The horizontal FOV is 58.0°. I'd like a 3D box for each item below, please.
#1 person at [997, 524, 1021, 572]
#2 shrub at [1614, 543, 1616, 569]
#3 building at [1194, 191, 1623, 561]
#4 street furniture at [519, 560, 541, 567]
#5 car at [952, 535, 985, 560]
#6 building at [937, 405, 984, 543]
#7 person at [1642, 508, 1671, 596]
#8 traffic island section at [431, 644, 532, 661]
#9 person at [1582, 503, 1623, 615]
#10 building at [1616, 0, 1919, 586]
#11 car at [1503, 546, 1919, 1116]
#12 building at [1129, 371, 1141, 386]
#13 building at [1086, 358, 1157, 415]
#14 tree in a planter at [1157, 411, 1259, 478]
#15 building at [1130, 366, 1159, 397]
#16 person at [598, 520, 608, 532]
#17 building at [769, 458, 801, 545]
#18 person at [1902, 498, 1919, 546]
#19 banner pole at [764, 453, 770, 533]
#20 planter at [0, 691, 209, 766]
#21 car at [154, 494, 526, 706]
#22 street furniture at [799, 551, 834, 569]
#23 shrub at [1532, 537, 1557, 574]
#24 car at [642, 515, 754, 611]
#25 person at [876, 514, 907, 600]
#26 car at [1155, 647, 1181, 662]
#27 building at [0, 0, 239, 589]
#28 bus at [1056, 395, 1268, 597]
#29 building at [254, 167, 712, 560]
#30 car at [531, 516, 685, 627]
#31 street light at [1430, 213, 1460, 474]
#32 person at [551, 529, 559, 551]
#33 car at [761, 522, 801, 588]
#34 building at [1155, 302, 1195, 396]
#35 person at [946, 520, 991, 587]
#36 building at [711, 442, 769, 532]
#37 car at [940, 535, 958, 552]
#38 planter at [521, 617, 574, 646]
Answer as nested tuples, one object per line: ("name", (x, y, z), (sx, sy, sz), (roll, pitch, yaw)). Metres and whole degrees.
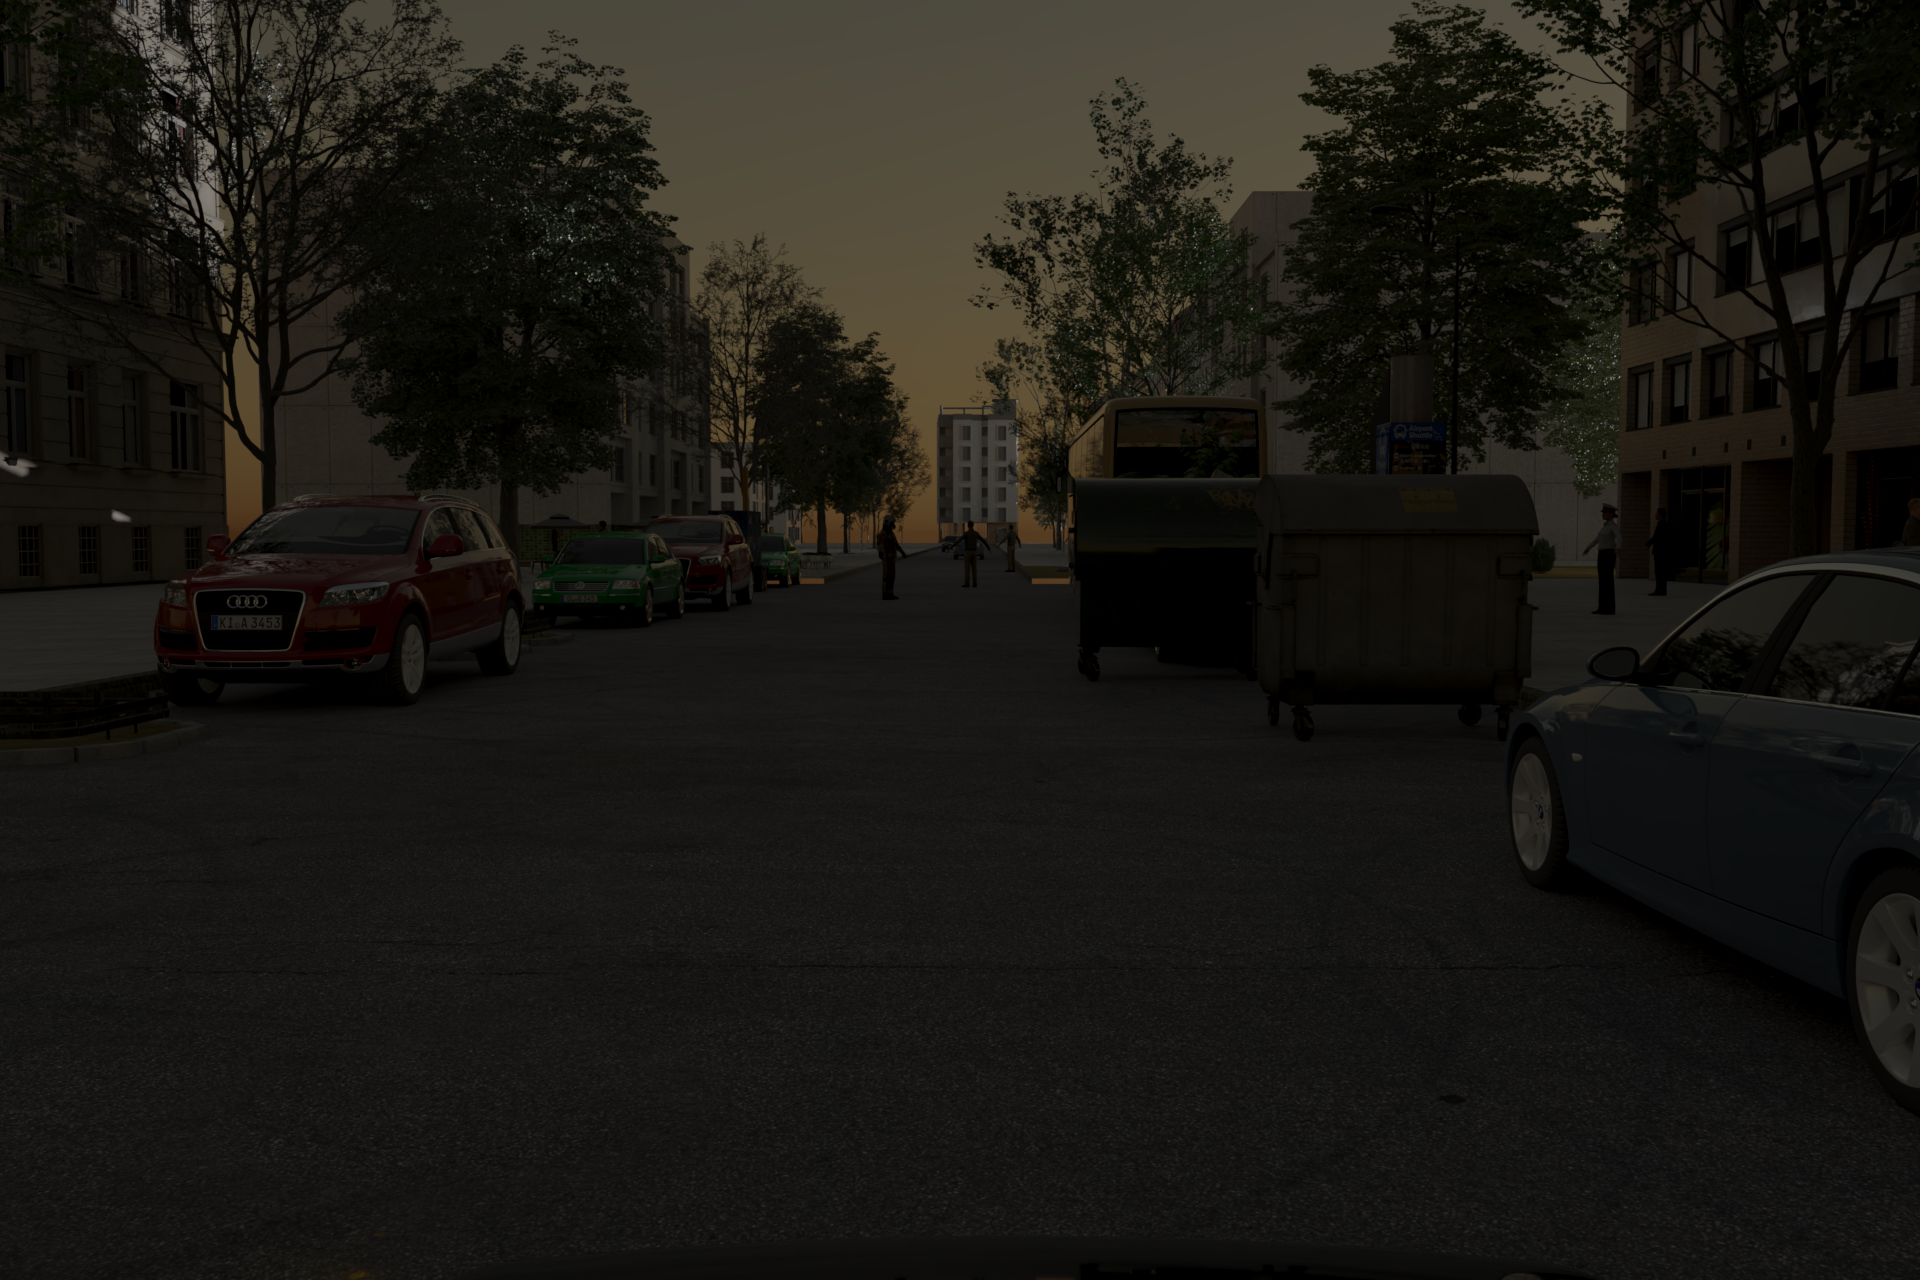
("person", (1.903, -3.457, 65.245), (0.705, 1.796, 1.348), (3, 5, 42))
("shrub", (24.224, -3.204, 63.495), (1.383, 1.207, 1.383), (0, 3, 0))
("building", (23.542, -14.160, 97.970), (16.747, 18.905, 31.486), (0, 4, 1))
("street furniture", (-21.901, -3.655, 66.609), (9.812, 1.723, 11.010), (1, 4, 19))
("car", (0.512, -5.294, 98.556), (2.014, 1.417, 4.499), (0, 4, 1))
("building", (-2.985, -23.701, 246.387), (11.380, 20.090, 16.016), (0, 4, 3))
("person", (14.550, -1.833, 36.042), (0.705, 1.821, 1.348), (3, 5, 41))
("traffic island section", (-6.176, 0.146, 20.484), (1.991, 0.108, 1.994), (0, 4, 1))
("person", (10.245, -1.294, 27.617), (0.721, 1.778, 1.216), (0, 4, -5))
("building", (28.266, -13.396, 25.604), (21.656, 26.213, 47.522), (0, 4, 1))
("car", (3.183, 0.397, 5.519), (2.014, 1.417, 4.499), (0, 4, 0))
("building", (24.584, -21.038, 200.387), (16.016, 20.090, 11.380), (0, 4, 1))
("building", (25.117, -23.319, 212.186), (19.493, 23.208, 18.063), (0, 4, 1))
("tree in a planter", (3.622, -1.706, 25.122), (1.991, 3.239, 1.994), (0, 4, 0))
("building", (27.377, -20.967, 173.731), (19.493, 23.208, 18.063), (0, 4, 0))
("person", (-14.376, -3.878, 69.543), (0.704, 1.843, 1.345), (2, 4, 24))
("building", (-23.264, -16.081, 205.078), (9.099, 9.664, 28.070), (0, 4, 1))
("person", (12.789, -1.007, 23.066), (0.434, 1.755, 0.990), (3, 4, 39))
("banner pole", (-5.990, -3.910, 53.945), (0.401, 3.779, 0.863), (0, 4, 3))
("planter", (-6.274, 0.578, 11.687), (1.991, 0.319, 1.994), (0, 4, 1))
("car", (-5.567, -0.457, 16.138), (2.281, 1.827, 5.304), (0, 4, 0))
("street furniture", (-8.489, -3.054, 65.562), (5.734, 0.657, 10.072), (-2, 4, -25))
("shrub", (18.848, -2.755, 56.169), (1.383, 1.207, 1.383), (0, 3, 0))
("car", (-5.275, -1.540, 33.847), (2.281, 1.827, 5.304), (0, 4, 1))
("person", (-1.526, -1.805, 37.735), (0.705, 1.858, 1.354), (1, 4, 21))
("car", (3.085, -0.731, 20.747), (1.959, 1.807, 4.718), (0, 4, 0))
("building", (-27.778, -12.338, 33.750), (16.112, 23.069, 30.059), (0, 3, 0))
("bus", (3.522, -2.511, 32.599), (2.896, 3.916, 12.252), (0, 4, 1))
("building", (-25.318, -14.260, 99.610), (16.747, 18.905, 31.486), (0, 4, 1))
("car", (-5.630, -1.179, 28.066), (1.959, 1.807, 4.718), (0, 4, 1))
("street light", (7.562, -3.181, 24.554), (1.470, 5.913, 1.316), (0, 4, 1))
("person", (-18.294, -4.418, 78.371), (0.704, 1.812, 1.346), (-1, 4, -20))
("car", (-5.433, -2.382, 47.743), (1.959, 1.807, 4.718), (0, 4, 1))
("building", (24.773, -18.208, 128.635), (19.493, 23.208, 18.063), (0, 4, 1))
("person", (0.275, -2.320, 46.662), (1.348, 1.796, 0.705), (-2, 4, -27))
("building", (-23.370, -14.060, 172.024), (9.099, 9.664, 28.070), (0, 4, 1))
("car", (-0.579, -7.598, 136.804), (1.945, 1.354, 3.894), (0, 4, 0))
("planter", (-6.203, -0.105, 22.858), (1.991, 0.319, 1.994), (0, 4, 1))
